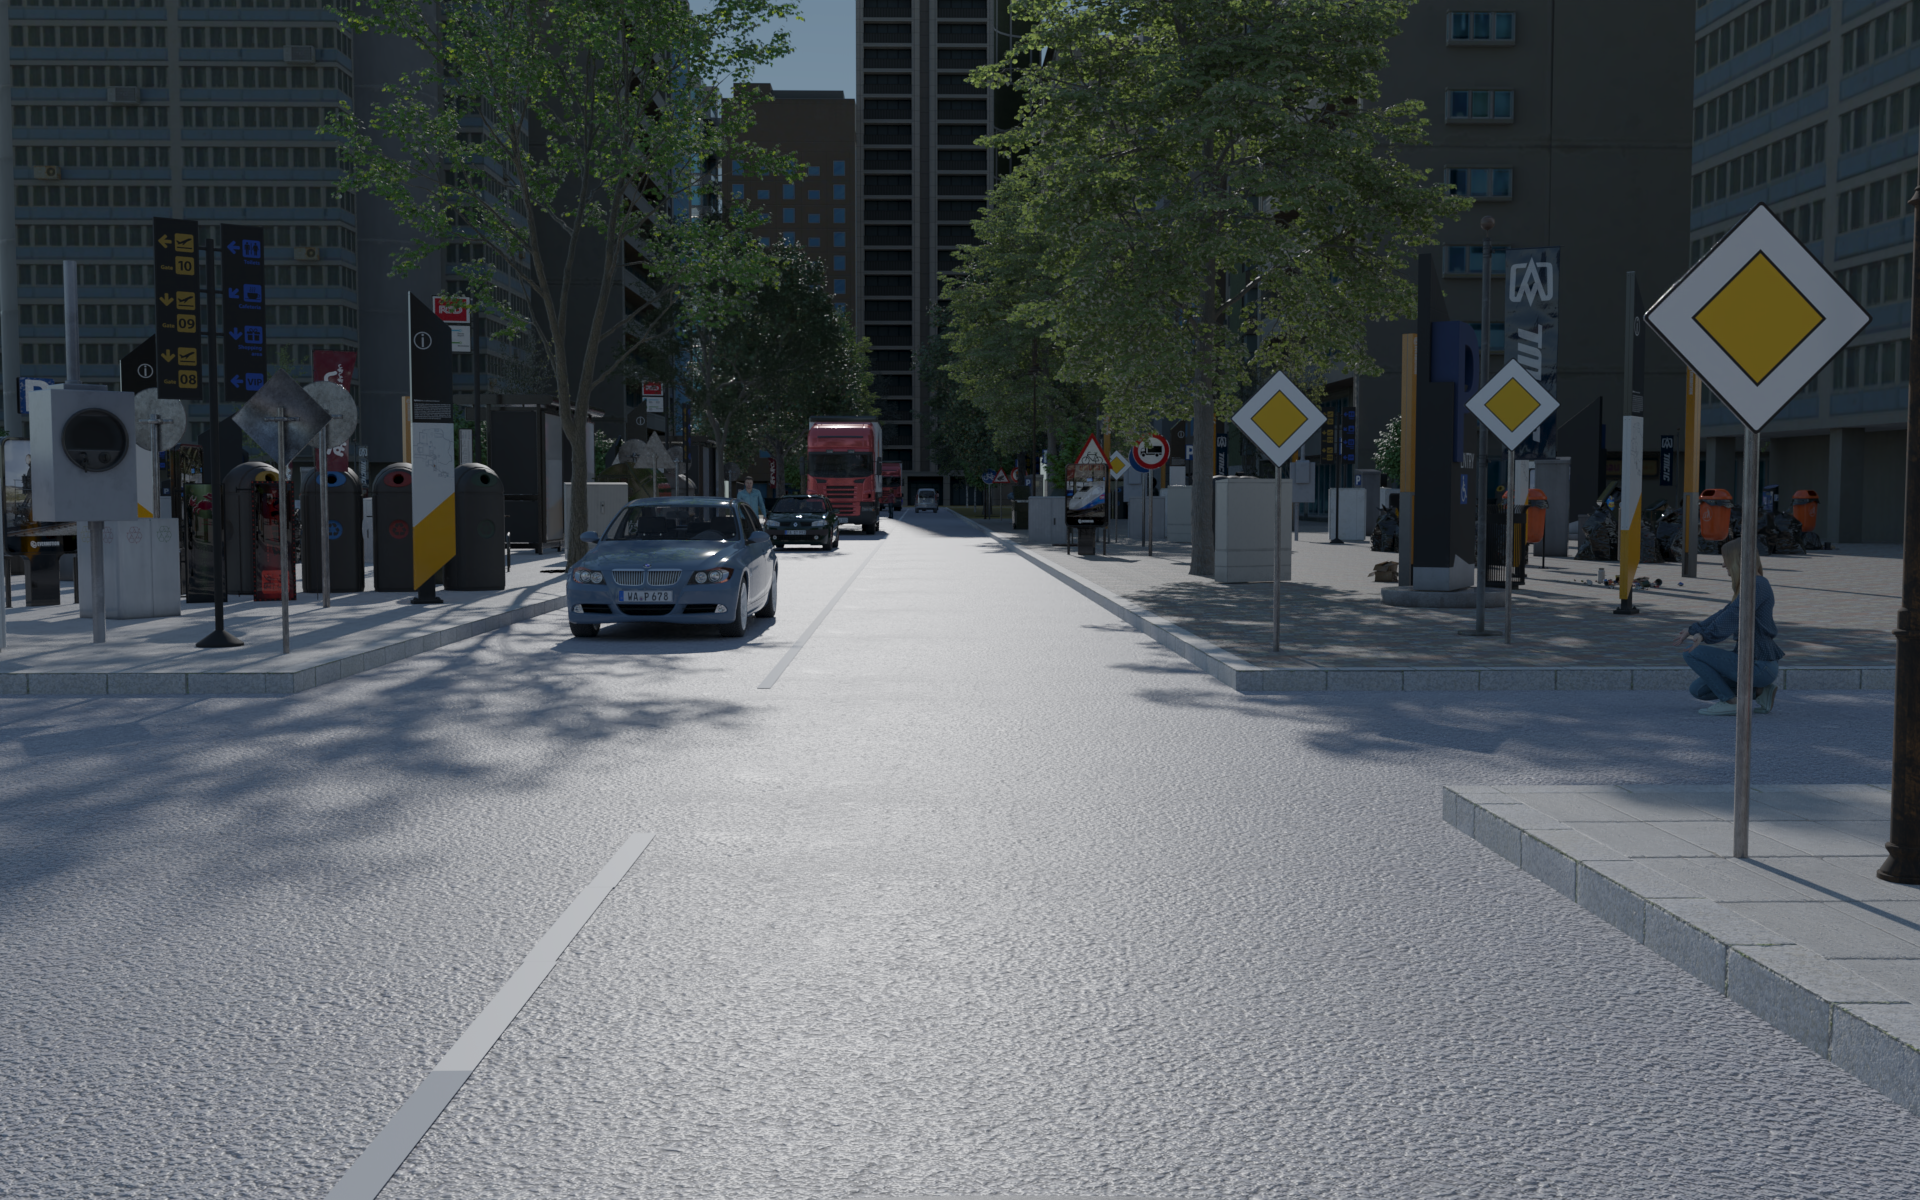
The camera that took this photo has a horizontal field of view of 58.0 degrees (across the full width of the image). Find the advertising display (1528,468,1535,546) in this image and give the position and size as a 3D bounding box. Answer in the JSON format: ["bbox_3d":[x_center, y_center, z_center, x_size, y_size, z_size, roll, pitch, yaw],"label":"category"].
[{"bbox_3d":[14.511,-2.313,43.038,0.974,1.923,0.123,-1,4,-15],"label":"advertising display"}]

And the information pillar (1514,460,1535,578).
[{"bbox_3d":[8.655,-2.160,26.672,0.183,3.616,0.504,2,4,33],"label":"information pillar"}]

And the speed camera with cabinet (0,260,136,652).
[{"bbox_3d":[-7.892,-1.213,14.165,0.660,3.252,2.038,3,5,44],"label":"speed camera with cabinet"}]

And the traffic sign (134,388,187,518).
[{"bbox_3d":[-9.642,-1.264,20.770,0.768,2.556,0.104,0,4,5],"label":"traffic sign"}]

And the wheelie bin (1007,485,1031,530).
[{"bbox_3d":[2.182,-3.354,62.740,0.980,1.594,0.693,-1,4,-9],"label":"wheelie bin"}]

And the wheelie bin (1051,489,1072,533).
[{"bbox_3d":[3.347,-2.986,56.732,0.693,1.594,0.980,-3,5,-44],"label":"wheelie bin"}]

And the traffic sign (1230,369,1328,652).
[{"bbox_3d":[2.573,-0.636,14.037,0.795,2.450,0.064,0,4,-1],"label":"traffic sign"}]

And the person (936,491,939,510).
[{"bbox_3d":[-2.051,-8.624,150.203,0.721,1.736,1.217,0,4,-6],"label":"person"}]

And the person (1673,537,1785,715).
[{"bbox_3d":[4.942,0.168,11.254,0.738,1.151,1.012,2,4,32],"label":"person"}]

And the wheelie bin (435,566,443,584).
[{"bbox_3d":[-7.632,-1.031,24.765,0.980,1.594,0.693,-1,4,-17],"label":"wheelie bin"}]

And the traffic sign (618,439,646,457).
[{"bbox_3d":[-7.525,-2.444,40.069,0.768,2.556,0.104,0,4,2],"label":"traffic sign"}]

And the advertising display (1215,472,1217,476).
[{"bbox_3d":[7.190,-2.733,49.896,0.123,1.923,0.974,2,4,27],"label":"advertising display"}]

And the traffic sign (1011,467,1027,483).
[{"bbox_3d":[2.731,-4.891,80.067,0.768,2.556,0.104,0,4,7],"label":"traffic sign"}]

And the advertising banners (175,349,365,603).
[{"bbox_3d":[-8.245,-1.498,20.679,2.074,3.025,0.090,-2,4,-29],"label":"advertising banners"}]

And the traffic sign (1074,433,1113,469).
[{"bbox_3d":[2.823,-2.264,37.026,0.884,2.594,0.081,0,4,4],"label":"traffic sign"}]

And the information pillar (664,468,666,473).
[{"bbox_3d":[-15.017,-5.917,88.093,0.504,3.616,0.183,1,4,11],"label":"information pillar"}]

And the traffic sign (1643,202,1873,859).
[{"bbox_3d":[2.754,-0.147,6.054,0.795,2.450,0.064,0,4,-1],"label":"traffic sign"}]

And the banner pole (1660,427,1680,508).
[{"bbox_3d":[26.529,-4.564,64.636,0.863,3.779,0.401,0,4,6],"label":"banner pole"}]

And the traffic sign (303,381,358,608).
[{"bbox_3d":[-7.163,-1.186,19.505,0.768,2.556,0.104,0,4,1],"label":"traffic sign"}]

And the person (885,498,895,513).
[{"bbox_3d":[-5.303,-7.339,131.721,0.991,1.433,0.599,0,4,5],"label":"person"}]

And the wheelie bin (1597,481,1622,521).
[{"bbox_3d":[16.050,-2.119,42.558,0.693,1.594,0.980,1,4,8],"label":"wheelie bin"}]

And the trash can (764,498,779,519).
[{"bbox_3d":[-7.141,-3.330,66.102,0.748,1.137,0.748,0,3,0],"label":"trash can"}]

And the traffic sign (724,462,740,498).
[{"bbox_3d":[-9.179,-4.233,69.312,0.768,2.556,0.104,0,4,1],"label":"traffic sign"}]

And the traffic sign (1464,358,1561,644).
[{"bbox_3d":[4.686,-0.830,14.759,0.795,2.450,0.064,0,4,8],"label":"traffic sign"}]

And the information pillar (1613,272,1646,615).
[{"bbox_3d":[7.191,-1.662,18.522,0.183,3.616,0.504,3,4,36],"label":"information pillar"}]

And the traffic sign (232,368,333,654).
[{"bbox_3d":[-5.420,-0.626,13.877,0.795,2.450,0.064,0,4,-1],"label":"traffic sign"}]

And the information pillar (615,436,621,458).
[{"bbox_3d":[-13.666,-4.771,69.355,0.183,3.616,0.504,1,4,10],"label":"information pillar"}]

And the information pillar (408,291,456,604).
[{"bbox_3d":[-6.171,-1.765,20.216,0.504,3.616,0.183,-2,4,-29],"label":"information pillar"}]

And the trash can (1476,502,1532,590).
[{"bbox_3d":[7.323,-0.718,23.393,0.748,1.137,0.748,0,3,0],"label":"trash can"}]

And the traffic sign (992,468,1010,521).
[{"bbox_3d":[1.973,-5.076,83.001,0.884,2.594,0.081,0,4,7],"label":"traffic sign"}]

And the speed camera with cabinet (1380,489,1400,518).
[{"bbox_3d":[14.203,-3.733,55.365,2.038,3.252,0.660,-2,4,-28],"label":"speed camera with cabinet"}]

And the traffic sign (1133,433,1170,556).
[{"bbox_3d":[3.931,-2.175,35.675,0.768,2.556,0.104,0,4,1],"label":"traffic sign"}]

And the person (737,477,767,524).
[{"bbox_3d":[-4.684,-1.852,38.798,0.660,1.820,0.620,-1,4,-19],"label":"person"}]

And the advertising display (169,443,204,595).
[{"bbox_3d":[-9.942,-1.046,22.322,0.123,1.923,0.974,0,4,-7],"label":"advertising display"}]

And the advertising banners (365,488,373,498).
[{"bbox_3d":[-16.729,-3.188,48.318,2.074,3.025,0.090,0,4,2],"label":"advertising banners"}]

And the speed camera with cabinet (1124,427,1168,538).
[{"bbox_3d":[5.859,-3.465,50.995,2.038,3.252,0.660,1,4,9],"label":"speed camera with cabinet"}]

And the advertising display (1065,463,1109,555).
[{"bbox_3d":[2.663,-1.907,36.390,0.974,1.923,0.123,2,4,32],"label":"advertising display"}]

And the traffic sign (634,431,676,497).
[{"bbox_3d":[-6.301,-2.189,35.786,0.884,2.594,0.081,0,3,0],"label":"traffic sign"}]

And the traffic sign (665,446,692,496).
[{"bbox_3d":[-7.547,-2.823,46.254,0.768,2.556,0.104,0,4,1],"label":"traffic sign"}]

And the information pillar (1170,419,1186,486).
[{"bbox_3d":[6.539,-3.707,51.965,0.504,3.616,0.183,-1,4,-16],"label":"information pillar"}]

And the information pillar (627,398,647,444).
[{"bbox_3d":[-7.877,-3.122,42.402,0.504,3.616,0.183,0,4,-4],"label":"information pillar"}]

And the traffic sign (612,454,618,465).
[{"bbox_3d":[-9.412,-2.948,48.205,0.884,2.594,0.081,0,4,8],"label":"traffic sign"}]

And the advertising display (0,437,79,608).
[{"bbox_3d":[-10.539,-0.895,19.852,0.123,1.923,0.974,2,4,27],"label":"advertising display"}]

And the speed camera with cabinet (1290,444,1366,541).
[{"bbox_3d":[10.093,-3.253,47.523,2.038,3.252,0.660,1,4,10],"label":"speed camera with cabinet"}]

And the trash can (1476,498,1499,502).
[{"bbox_3d":[17.783,-2.864,58.472,0.748,1.137,0.748,0,3,0],"label":"trash can"}]

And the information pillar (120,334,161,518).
[{"bbox_3d":[-11.897,-2.070,25.191,0.504,3.616,0.183,-2,4,-30],"label":"information pillar"}]

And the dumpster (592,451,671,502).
[{"bbox_3d":[-7.312,-2.207,38.571,1.502,2.255,1.985,0,4,-1],"label":"dumpster"}]

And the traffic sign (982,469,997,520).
[{"bbox_3d":[1.484,-5.315,87.008,0.768,2.556,0.104,0,4,2],"label":"traffic sign"}]

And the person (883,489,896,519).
[{"bbox_3d":[-4.125,-5.648,101.566,0.721,1.743,1.217,-3,4,-38],"label":"person"}]

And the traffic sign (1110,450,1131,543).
[{"bbox_3d":[4.111,-2.711,45.509,0.795,2.450,0.064,0,4,6],"label":"traffic sign"}]

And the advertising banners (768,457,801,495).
[{"bbox_3d":[-8.433,-5.324,83.230,0.090,3.025,2.074,3,5,43],"label":"advertising banners"}]

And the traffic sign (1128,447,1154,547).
[{"bbox_3d":[4.478,-2.574,42.189,0.768,2.556,0.104,0,4,2],"label":"traffic sign"}]
